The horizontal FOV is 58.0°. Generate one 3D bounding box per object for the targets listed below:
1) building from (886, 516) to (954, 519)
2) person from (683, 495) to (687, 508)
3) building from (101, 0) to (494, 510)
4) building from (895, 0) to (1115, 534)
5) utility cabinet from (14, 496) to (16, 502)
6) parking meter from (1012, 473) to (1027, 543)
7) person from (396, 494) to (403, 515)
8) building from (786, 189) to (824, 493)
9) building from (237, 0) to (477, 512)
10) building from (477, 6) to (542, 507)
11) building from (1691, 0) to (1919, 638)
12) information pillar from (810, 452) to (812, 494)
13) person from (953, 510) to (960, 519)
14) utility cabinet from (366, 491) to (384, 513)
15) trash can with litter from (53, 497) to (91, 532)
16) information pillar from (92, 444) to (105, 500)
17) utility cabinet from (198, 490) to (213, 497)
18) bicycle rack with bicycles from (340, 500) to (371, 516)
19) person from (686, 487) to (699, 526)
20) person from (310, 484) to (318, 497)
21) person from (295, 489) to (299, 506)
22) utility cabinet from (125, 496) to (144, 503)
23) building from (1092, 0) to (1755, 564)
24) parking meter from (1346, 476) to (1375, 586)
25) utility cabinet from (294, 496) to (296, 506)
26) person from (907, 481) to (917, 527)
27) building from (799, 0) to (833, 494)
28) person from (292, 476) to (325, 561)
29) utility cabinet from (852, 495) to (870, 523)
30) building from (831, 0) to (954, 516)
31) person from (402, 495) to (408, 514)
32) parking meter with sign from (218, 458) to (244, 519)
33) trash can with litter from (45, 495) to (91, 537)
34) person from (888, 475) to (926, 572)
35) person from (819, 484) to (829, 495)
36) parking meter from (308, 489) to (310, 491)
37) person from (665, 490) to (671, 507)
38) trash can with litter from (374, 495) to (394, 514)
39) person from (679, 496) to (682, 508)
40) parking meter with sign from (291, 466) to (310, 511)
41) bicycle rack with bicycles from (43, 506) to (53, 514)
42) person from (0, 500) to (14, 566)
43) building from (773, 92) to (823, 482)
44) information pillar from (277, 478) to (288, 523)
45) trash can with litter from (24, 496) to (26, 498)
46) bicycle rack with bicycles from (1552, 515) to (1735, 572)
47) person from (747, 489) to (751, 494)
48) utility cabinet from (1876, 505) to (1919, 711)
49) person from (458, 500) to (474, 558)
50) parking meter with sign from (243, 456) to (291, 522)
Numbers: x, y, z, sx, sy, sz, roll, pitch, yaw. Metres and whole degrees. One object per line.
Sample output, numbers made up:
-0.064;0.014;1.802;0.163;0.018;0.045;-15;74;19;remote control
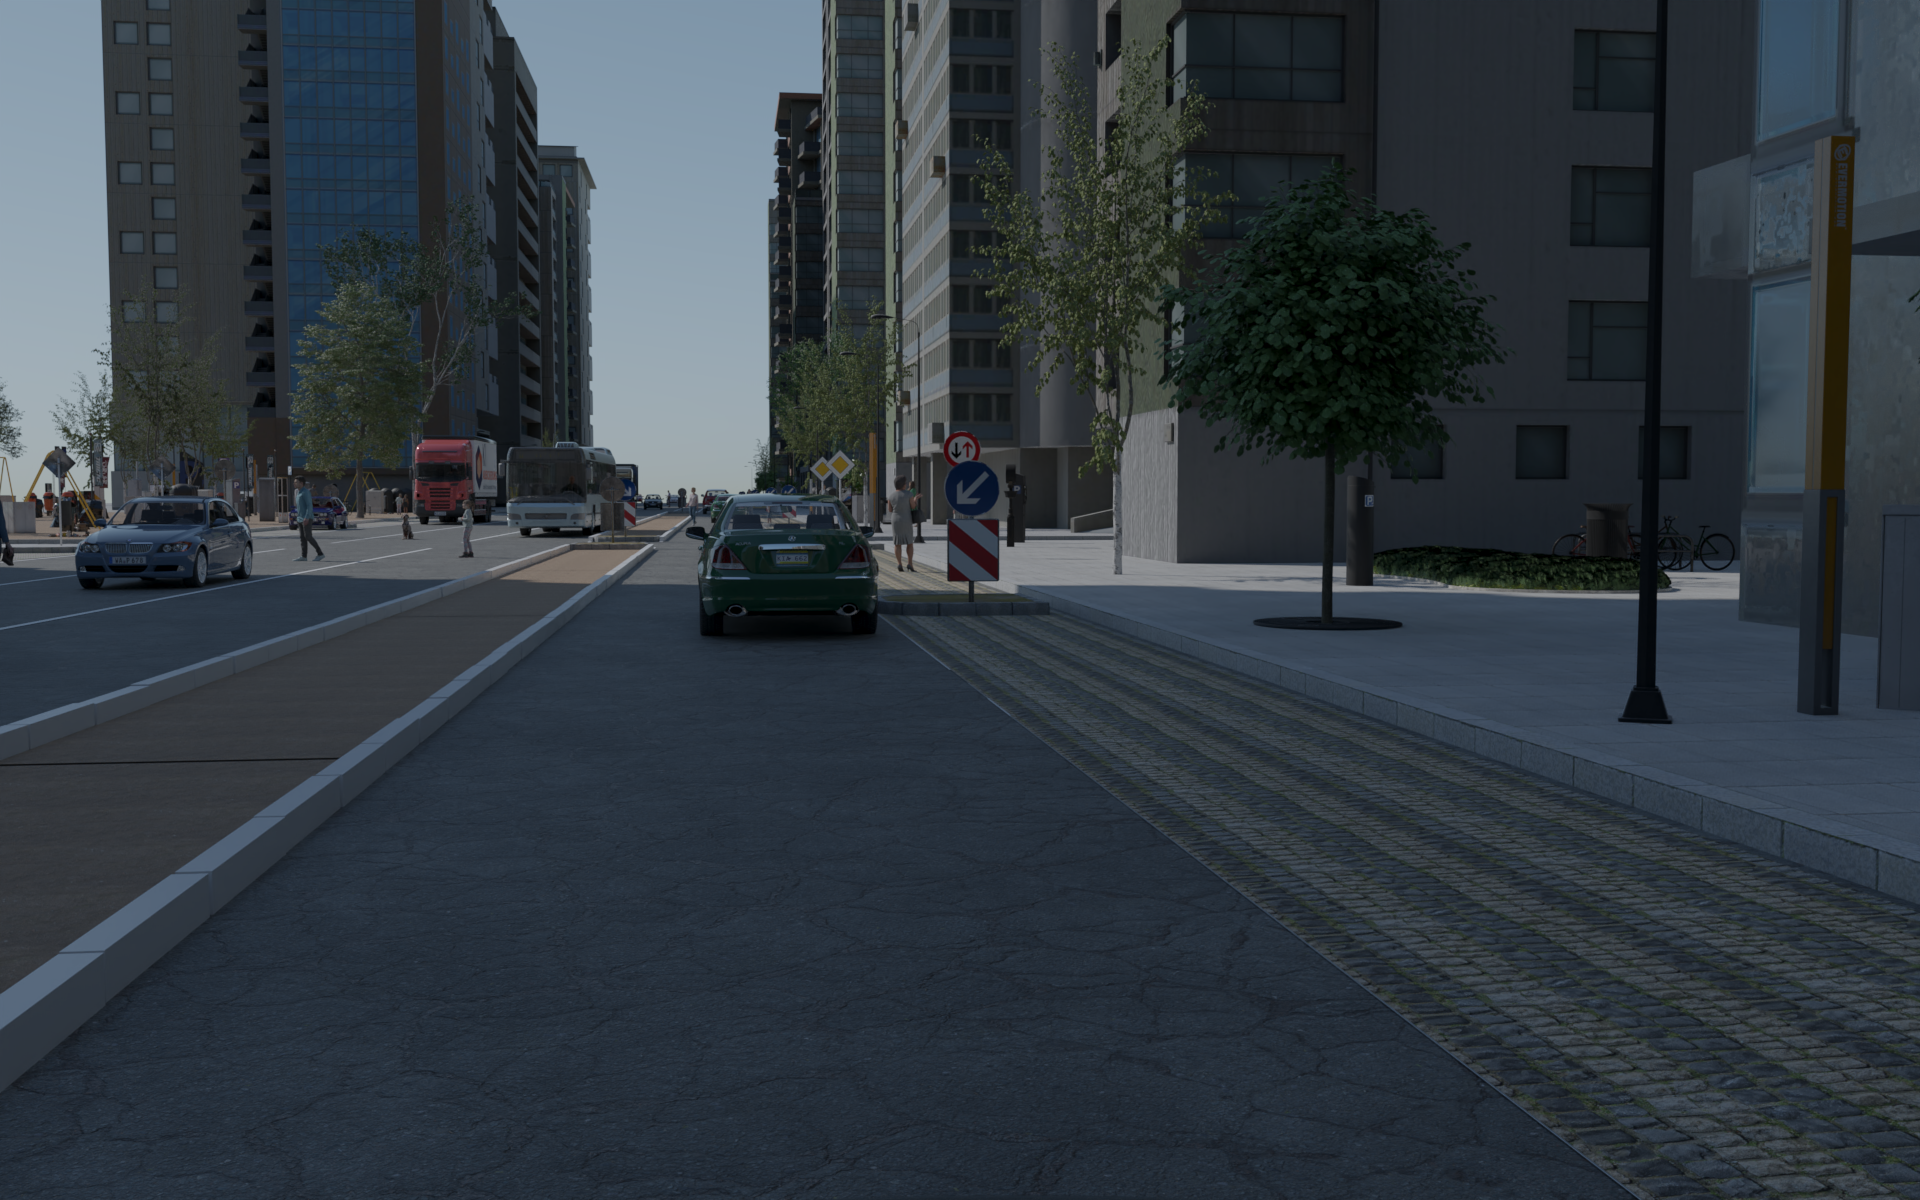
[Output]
2.754;-25.149;94.774;14.154;41.232;14.086;0;4;-8;building
-29.522;-10.795;184.928;0.705;1.831;1.348;2;4;30;person
-55.426;-34.315;150.289;28.713;52.752;27.495;0;4;-8;building
10.156;-23.190;71.036;23.993;40.220;32.217;0;4;-8;building
-41.779;-3.951;75.767;0.306;1.237;1.020;1;4;12;utility cabinet
1.545;-2.443;45.655;0.399;1.863;0.255;1;4;17;parking meter
-34.589;-5.901;106.807;0.425;1.301;0.394;-2;4;-32;person
-9.115;-24.191;167.230;14.160;30.474;14.107;0;4;-8;building
-44.735;-29.373;130.366;14.600;45.320;14.200;0;4;-8;building
-54.696;-33.787;176.119;21.300;48.544;21.600;0;4;-8;building
19.079;-23.557;4.763;23.786;49.044;30.456;0;4;-8;building
-8.183;-6.352;95.210;0.183;3.616;0.504;0;4;3;information pillar
-0.050;-2.876;55.662;0.523;1.515;0.503;1;4;13;person
-38.294;-6.401;113.333;1.173;1.500;0.318;1;4;18;utility cabinet
-30.225;-2.908;58.937;0.624;1.170;1.055;1;4;23;trash can with litter
-40.532;-5.515;81.528;0.183;3.616;0.504;3;5;42;information pillar
-38.721;-4.891;88.643;1.173;1.500;0.318;2;4;32;utility cabinet
-36.630;-5.564;104.360;2.852;0.926;2.925;-1;4;-20;bicycle rack with bicycles
-12.072;-4.228;78.295;0.731;1.740;0.598;1;4;17;person
-37.864;-5.833;101.224;0.655;1.846;0.447;-1;4;-8;person
-30.837;-4.559;80.813;0.478;1.798;0.641;-3;5;-43;person
-27.279;-2.819;57.259;0.306;1.237;1.020;-1;4;-9;utility cabinet
10.016;-16.333;38.742;14.160;30.474;14.107;0;4;-8;building
5.610;-0.970;24.270;0.372;1.533;0.369;0;3;0;parking meter
-35.429;-4.984;92.648;0.306;1.237;1.020;-1;4;-15;utility cabinet
-1.843;-3.742;67.466;0.529;1.795;0.600;0;4;0;person
-3.237;-43.468;148.948;20.563;71.187;20.611;0;4;-8;building
-13.930;-1.742;37.009;0.620;1.820;0.660;-3;5;-41;person
-4.397;-4.027;76.998;0.306;1.237;1.020;2;4;32;utility cabinet
-2.133;-26.820;122.095;14.154;41.232;14.086;0;4;-8;building
-36.467;-6.309;113.865;0.362;1.253;0.373;-1;4;-14;person
-34.947;-5.319;83.230;1.738;3.016;0.543;3;5;40;parking meter with sign
-26.664;-2.521;52.268;1.678;1.210;2.233;0;4;5;trash can with litter
-0.948;-1.402;31.788;0.716;1.782;0.532;1;4;17;person
-7.154;-5.201;91.355;0.520;1.790;0.573;-1;4;-12;person
-34.445;-5.069;91.294;0.372;1.533;0.369;0;3;0;parking meter
-31.661;-10.967;187.683;0.599;1.838;0.709;-2;4;-24;person
-36.828;-6.102;110.823;1.678;1.210;2.233;-1;4;-21;trash can with litter
-28.031;-10.035;173.509;0.436;1.711;0.756;-1;4;-23;person
-41.296;-6.897;109.026;1.738;3.016;0.543;-3;5;-43;parking meter with sign
-58.531;-5.961;110.843;2.852;0.926;2.925;-2;4;-35;bicycle rack with bicycles
-10.003;-0.556;17.619;0.581;1.822;0.654;0;4;-1;person
-8.954;-32.669;188.758;22.147;44.769;28.867;0;4;-8;building
-30.050;-4.426;76.861;0.304;2.012;0.304;2;4;31;information pillar
-51.216;-5.160;95.760;1.055;1.170;0.624;1;4;8;trash can with litter
11.586;-0.982;29.431;2.925;0.926;2.852;1;4;18;bicycle rack with bicycles
-13.252;-6.116;109.045;0.519;1.759;0.362;-2;4;-33;person
5.990;0.059;10.195;1.020;1.237;0.306;2;4;29;utility cabinet
-11.133;-1.607;39.056;0.394;1.301;0.425;-2;4;-27;person
-32.277;-5.163;80.682;1.738;3.016;0.543;-1;4;-14;parking meter with sign
